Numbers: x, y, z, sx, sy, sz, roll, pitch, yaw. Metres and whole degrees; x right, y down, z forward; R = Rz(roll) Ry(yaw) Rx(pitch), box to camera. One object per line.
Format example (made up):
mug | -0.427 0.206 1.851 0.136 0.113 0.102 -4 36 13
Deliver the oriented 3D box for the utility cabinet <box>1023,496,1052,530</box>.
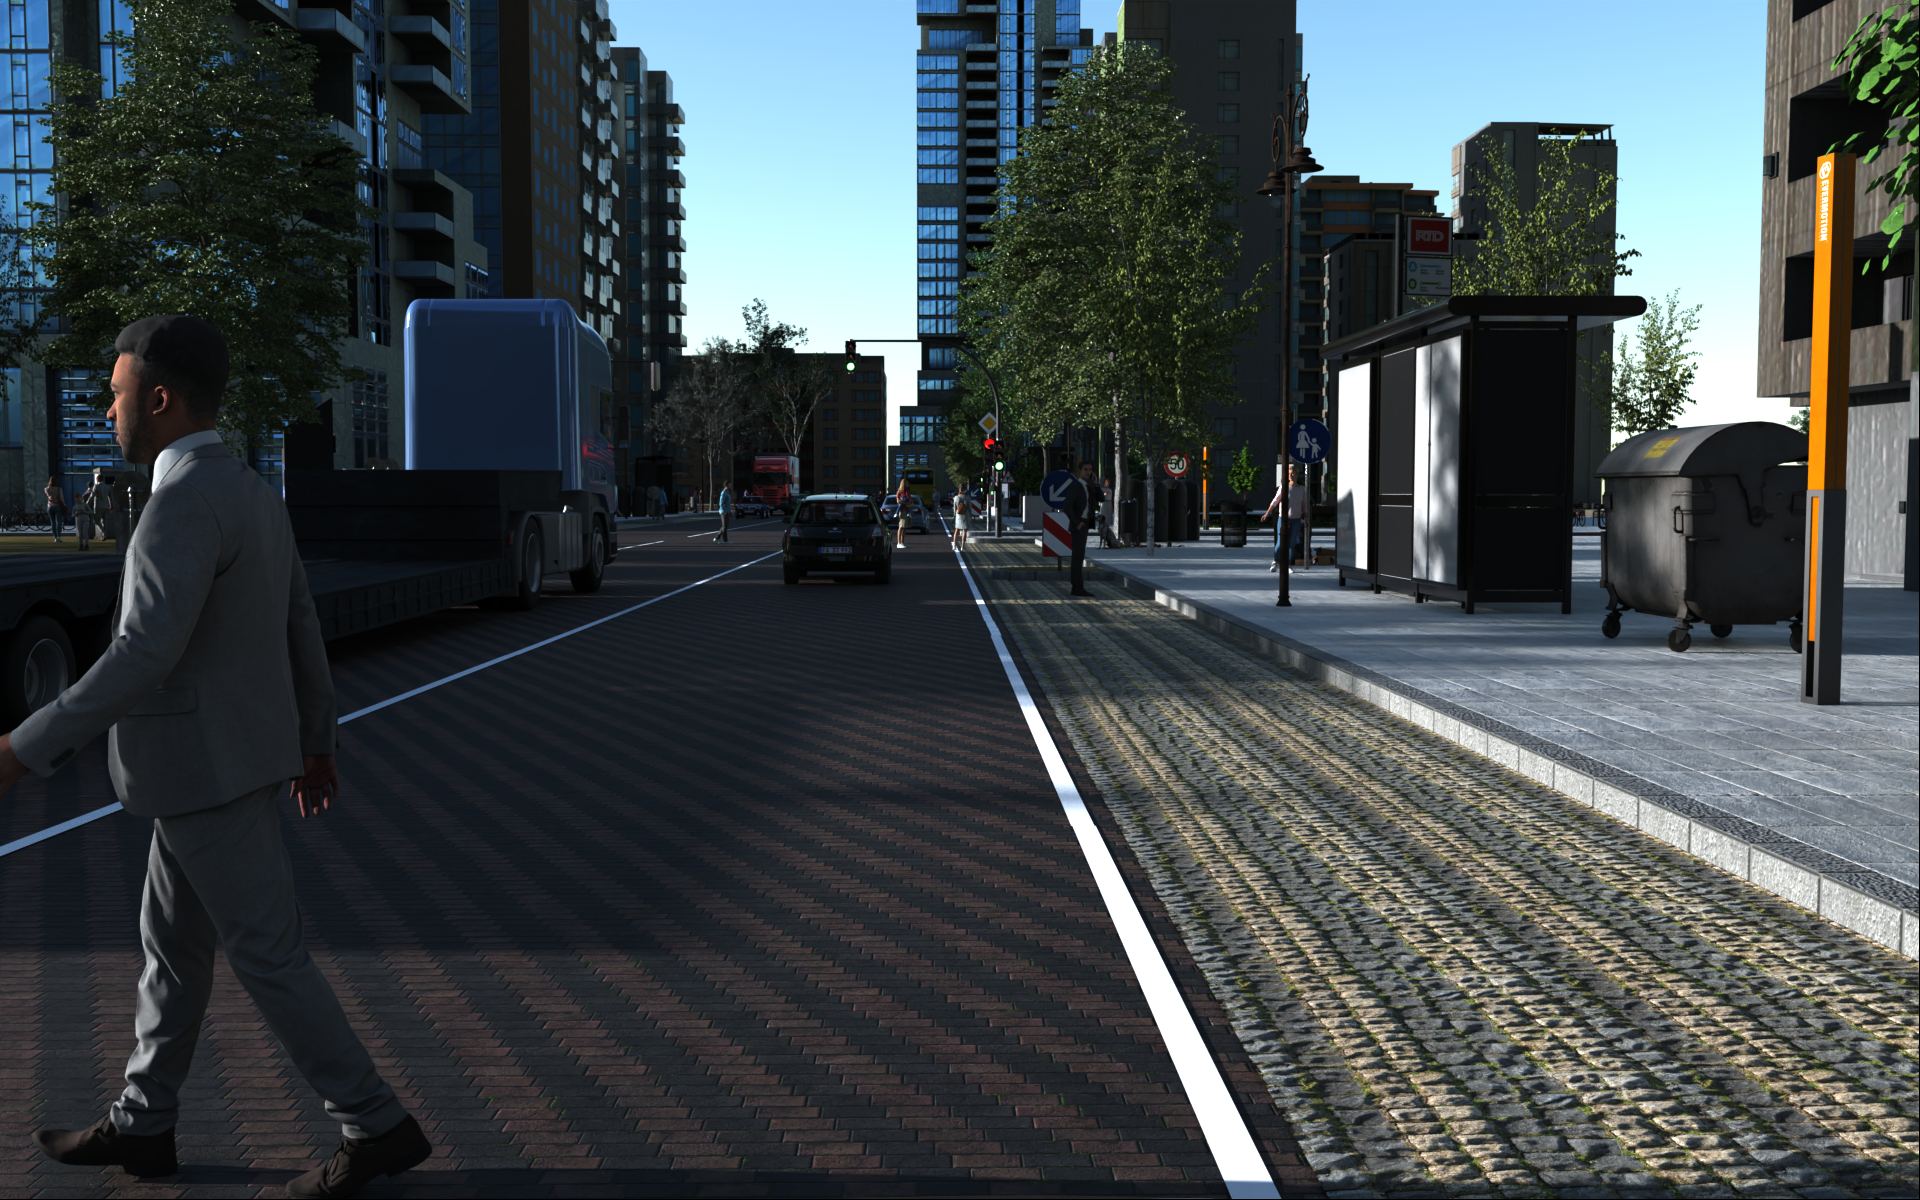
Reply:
utility cabinet | 2.794 -3.135 62.425 1.020 1.237 0.306 -1 4 -11

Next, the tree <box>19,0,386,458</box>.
tree | -16.783 -7.367 38.574 7.486 12.596 7.792 0 3 0

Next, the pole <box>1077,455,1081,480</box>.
pole | 6.195 -5.908 90.439 0.158 3.312 0.155 0 3 0

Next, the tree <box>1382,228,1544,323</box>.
tree | 13.787 -5.951 47.663 4.360 8.622 3.978 0 3 0

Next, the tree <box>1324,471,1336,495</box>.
tree | 26.981 -7.948 124.543 1.663 3.219 1.824 0 3 0

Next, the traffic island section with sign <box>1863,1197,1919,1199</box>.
traffic island section with sign | 1.998 0.398 2.126 1.989 1.847 2.006 0 4 -1

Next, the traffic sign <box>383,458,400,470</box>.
traffic sign | -20.179 -3.737 61.207 0.768 2.556 0.104 0 4 5

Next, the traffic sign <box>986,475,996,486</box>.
traffic sign | 1.976 -6.887 112.707 0.768 2.556 0.104 0 4 4

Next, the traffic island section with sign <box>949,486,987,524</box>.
traffic island section with sign | 0.590 -4.633 84.384 1.989 1.847 2.006 0 4 -1

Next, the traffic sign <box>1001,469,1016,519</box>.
traffic sign | 2.471 -5.415 88.538 0.884 2.594 0.081 0 4 7

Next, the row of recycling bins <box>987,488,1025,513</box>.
row of recycling bins | 3.138 -6.769 117.782 1.069 1.692 3.534 -3 5 -42

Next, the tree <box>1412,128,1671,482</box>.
tree | 11.227 -5.134 34.309 4.737 8.622 4.395 0 3 0

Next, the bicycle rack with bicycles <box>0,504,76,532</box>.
bicycle rack with bicycles | -32.049 -2.825 59.578 2.925 0.926 2.852 -2 4 -24

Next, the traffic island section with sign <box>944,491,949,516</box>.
traffic island section with sign | 0.134 -6.282 111.335 1.989 1.847 2.006 0 4 -1

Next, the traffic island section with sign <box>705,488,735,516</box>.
traffic island section with sign | -15.286 -6.284 111.375 1.989 1.847 2.006 0 4 -1

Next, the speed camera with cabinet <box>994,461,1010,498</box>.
speed camera with cabinet | 2.466 -6.635 102.812 0.660 3.252 2.038 2 4 31

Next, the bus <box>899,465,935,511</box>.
bus | -3.619 -9.531 147.373 2.896 3.916 12.252 0 4 -3

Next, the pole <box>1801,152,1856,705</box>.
pole | 5.268 -1.019 10.506 0.158 3.312 0.155 0 3 0

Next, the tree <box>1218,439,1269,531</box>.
tree | 10.125 -4.072 61.185 1.663 3.219 1.824 0 3 0

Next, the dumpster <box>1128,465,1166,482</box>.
dumpster | 6.206 -3.478 59.358 1.502 2.255 1.985 0 4 -1

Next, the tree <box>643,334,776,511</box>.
tree | -18.860 -13.567 132.189 12.009 13.543 11.850 0 3 0

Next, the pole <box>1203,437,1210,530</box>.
pole | 8.773 -4.149 61.675 0.158 3.312 0.155 0 3 0

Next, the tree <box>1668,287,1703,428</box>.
tree | 24.772 -6.851 62.383 4.737 8.622 4.395 0 3 0

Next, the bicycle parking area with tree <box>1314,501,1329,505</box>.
bicycle parking area with tree | 28.695 -8.790 130.723 8.231 4.147 9.016 1 4 10

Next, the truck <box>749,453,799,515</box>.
truck | -12.721 -8.005 119.800 2.839 4.237 11.283 0 4 -1

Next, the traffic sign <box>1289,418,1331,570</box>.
traffic sign | 5.875 -1.785 29.290 0.768 2.556 0.104 0 4 6

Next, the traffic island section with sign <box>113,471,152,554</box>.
traffic island section with sign | -13.869 -1.219 28.557 1.989 1.847 2.006 0 4 -1

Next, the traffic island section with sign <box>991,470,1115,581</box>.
traffic island section with sign | 1.538 -1.266 29.335 1.989 1.847 2.006 0 4 -1

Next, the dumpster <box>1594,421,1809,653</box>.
dumpster | 6.319 -0.545 14.673 1.264 1.857 1.865 0 4 -1

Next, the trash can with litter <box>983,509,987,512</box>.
trash can with litter | 2.417 -7.011 125.689 1.678 1.210 2.233 -1 4 -19

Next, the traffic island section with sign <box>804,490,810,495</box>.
traffic island section with sign | -16.625 -11.025 188.892 1.989 1.847 2.006 0 4 -1

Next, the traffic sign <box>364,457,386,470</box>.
traffic sign | -20.105 -3.633 59.513 0.768 2.556 0.104 0 4 3

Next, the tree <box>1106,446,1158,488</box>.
tree | 11.374 -8.040 115.174 4.285 4.588 4.351 0 3 0

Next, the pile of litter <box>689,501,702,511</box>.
pile of litter | -19.738 -7.044 129.129 1.176 0.858 1.719 0 4 3

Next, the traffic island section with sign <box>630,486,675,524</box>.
traffic island section with sign | -14.825 -4.593 83.721 1.989 1.847 2.006 0 4 -1

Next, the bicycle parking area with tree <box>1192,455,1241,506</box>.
bicycle parking area with tree | 16.950 -8.706 129.343 9.016 4.147 8.231 1 4 12

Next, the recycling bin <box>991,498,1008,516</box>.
recycling bin | 2.304 -5.398 100.804 0.722 1.027 0.722 3 5 45

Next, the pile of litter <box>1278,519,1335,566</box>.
pile of litter | 6.428 -1.075 31.548 1.719 0.858 1.176 -2 4 -31

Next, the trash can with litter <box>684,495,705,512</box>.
trash can with litter | -19.574 -7.003 125.564 2.233 1.210 1.678 2 4 28

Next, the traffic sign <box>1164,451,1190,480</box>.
traffic sign | 6.453 -3.148 51.570 0.768 2.556 0.104 0 4 2

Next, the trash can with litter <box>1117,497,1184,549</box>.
trash can with litter | 4.470 -1.878 41.763 2.233 1.210 1.678 -1 4 -16

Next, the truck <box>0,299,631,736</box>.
truck | -6.414 -1.735 18.134 2.967 4.110 18.799 0 4 -1

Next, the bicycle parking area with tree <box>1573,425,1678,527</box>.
bicycle parking area with tree | 27.085 -5.184 71.768 8.231 4.147 9.016 0 4 2

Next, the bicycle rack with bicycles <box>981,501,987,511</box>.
bicycle rack with bicycles | 2.907 -7.216 131.358 2.852 0.926 2.925 -2 4 -33

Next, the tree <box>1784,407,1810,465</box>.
tree | 53.087 -8.268 98.091 11.467 7.101 20.602 -1 4 -10

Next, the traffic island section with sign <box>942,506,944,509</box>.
traffic island section with sign | -0.721 -9.343 161.386 1.989 1.847 2.006 0 4 -1

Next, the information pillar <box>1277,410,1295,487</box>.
information pillar | 9.078 -3.480 48.254 0.504 3.616 0.183 2 4 27
